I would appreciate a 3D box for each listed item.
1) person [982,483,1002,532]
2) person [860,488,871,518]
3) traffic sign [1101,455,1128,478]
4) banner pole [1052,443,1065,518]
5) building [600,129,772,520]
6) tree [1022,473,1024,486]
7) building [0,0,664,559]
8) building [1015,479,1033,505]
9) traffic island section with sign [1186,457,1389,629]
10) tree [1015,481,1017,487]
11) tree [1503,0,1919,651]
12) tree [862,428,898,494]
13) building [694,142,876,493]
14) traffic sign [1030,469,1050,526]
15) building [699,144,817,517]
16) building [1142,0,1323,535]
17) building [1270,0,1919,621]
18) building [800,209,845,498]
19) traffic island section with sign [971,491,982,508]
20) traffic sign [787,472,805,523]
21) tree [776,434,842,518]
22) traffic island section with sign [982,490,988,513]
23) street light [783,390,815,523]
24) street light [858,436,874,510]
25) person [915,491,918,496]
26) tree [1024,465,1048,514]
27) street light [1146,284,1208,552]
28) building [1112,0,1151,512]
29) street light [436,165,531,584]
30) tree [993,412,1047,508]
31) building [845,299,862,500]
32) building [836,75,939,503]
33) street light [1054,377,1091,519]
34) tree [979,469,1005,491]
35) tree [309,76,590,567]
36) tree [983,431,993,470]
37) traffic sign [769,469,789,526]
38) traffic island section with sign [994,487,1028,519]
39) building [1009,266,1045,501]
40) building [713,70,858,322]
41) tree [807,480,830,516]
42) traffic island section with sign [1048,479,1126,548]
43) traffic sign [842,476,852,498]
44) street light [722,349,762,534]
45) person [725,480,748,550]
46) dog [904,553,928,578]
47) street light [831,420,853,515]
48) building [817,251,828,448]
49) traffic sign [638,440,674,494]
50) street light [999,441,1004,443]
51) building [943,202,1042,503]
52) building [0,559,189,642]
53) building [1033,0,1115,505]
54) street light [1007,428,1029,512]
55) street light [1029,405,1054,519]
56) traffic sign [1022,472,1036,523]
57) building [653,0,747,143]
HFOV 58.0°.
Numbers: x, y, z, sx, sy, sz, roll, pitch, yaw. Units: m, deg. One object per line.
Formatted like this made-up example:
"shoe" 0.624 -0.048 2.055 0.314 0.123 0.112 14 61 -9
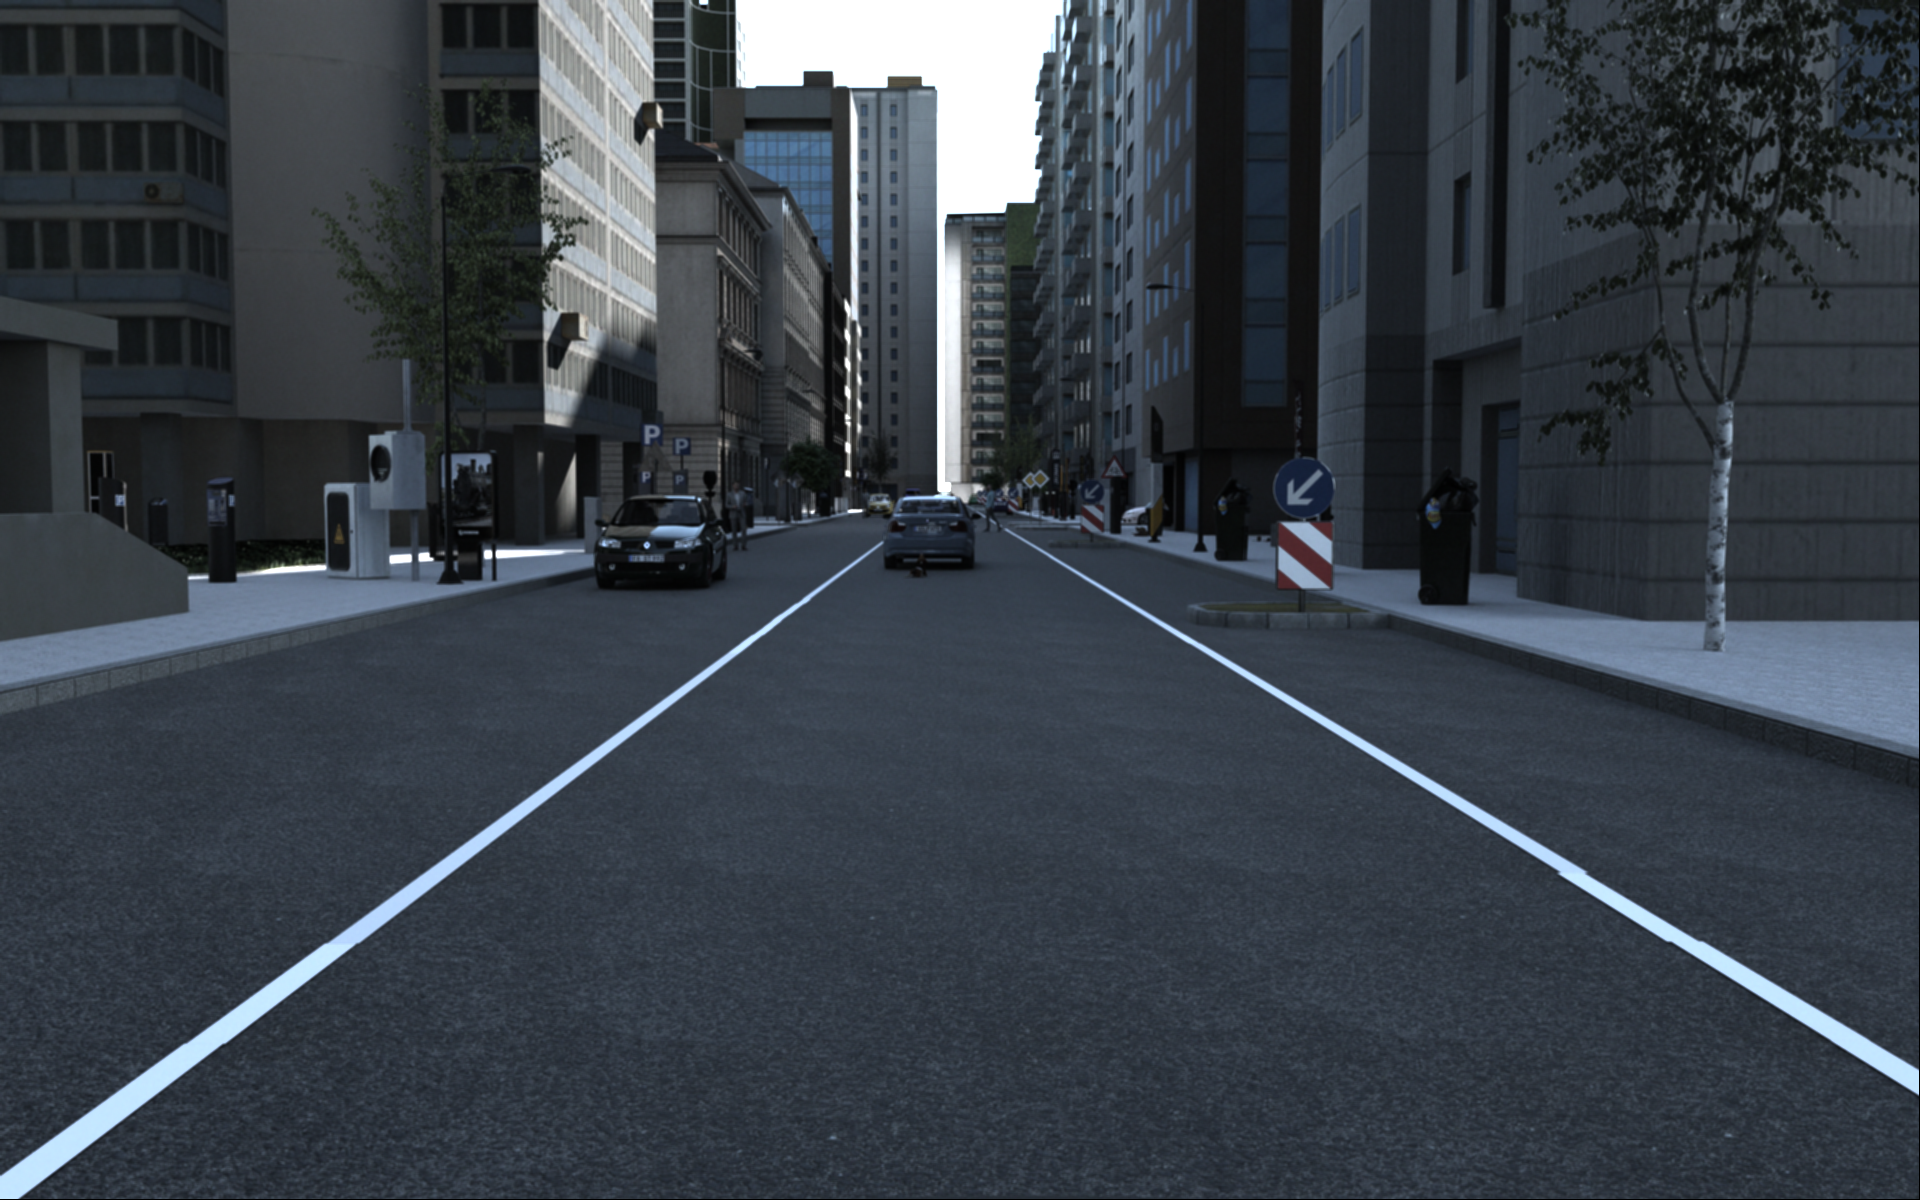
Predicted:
"person" 1.215 -3.498 65.549 0.748 1.841 0.638 1 4 9
"person" -5.602 -5.749 102.778 0.678 1.792 0.850 0 4 3
"traffic sign" 5.116 -3.515 57.478 0.884 2.594 0.081 0 4 0
"banner pole" 4.898 -5.849 85.650 0.863 3.779 0.401 2 4 29
"building" -15.757 -13.667 88.086 10.561 19.102 19.286 0 4 0
"tree" 5.816 -8.716 137.115 1.663 3.219 1.824 0 3 0
"building" -21.717 -21.964 50.991 23.993 40.220 32.217 0 4 0
"building" 22.715 -31.091 200.226 32.217 40.220 23.993 0 4 0
"traffic island section with sign" 3.590 -0.659 19.402 1.989 1.847 2.006 0 4 0
"tree" 5.353 -9.024 142.142 1.663 3.219 1.824 0 3 0
"tree" 6.320 -3.901 14.147 4.360 8.622 3.978 0 3 0
"tree" -9.132 -15.217 199.154 4.360 8.622 3.978 0 3 0
"building" -25.328 -34.259 214.763 28.867 44.769 22.147 0 4 0
"traffic sign" 3.205 -4.015 69.286 0.795 2.450 0.064 0 4 0
"building" -14.607 -15.762 106.853 9.793 20.994 18.267 0 4 0
"building" 14.042 -25.025 59.272 14.600 45.320 14.200 0 4 0
"building" 17.318 -29.831 29.740 21.231 58.520 28.212 0 4 0
"building" -16.106 -19.156 142.882 12.332 23.373 15.834 0 4 0
"traffic island section with sign" 2.446 -10.456 179.581 1.989 1.847 2.006 0 4 0
"traffic sign" -7.297 -4.500 77.216 0.795 2.450 0.064 0 4 0
"tree" -8.075 -6.611 91.808 4.285 4.588 4.351 0 3 0
"traffic island section with sign" 2.807 -7.371 129.137 1.989 1.847 2.006 0 4 0
"street light" -7.170 -6.406 77.275 1.470 5.913 1.316 0 4 0
"street light" -7.538 -10.159 138.648 1.470 5.913 1.316 0 4 0
"person" -3.487 -7.819 137.338 0.522 1.701 0.512 0 4 3
"tree" 5.329 -7.266 113.405 1.663 3.219 1.824 0 3 0
"street light" 4.811 -4.027 38.388 1.470 5.913 1.316 0 4 0
"building" 19.084 -39.770 88.490 20.611 71.187 20.563 0 4 0
"street light" -6.750 -3.183 24.580 1.470 5.913 1.316 0 4 0
"tree" 5.835 -12.547 155.507 4.737 8.622 4.395 0 3 0
"building" -24.044 -19.678 166.778 27.650 21.520 28.899 0 4 0
"building" -17.137 -43.126 247.105 28.212 58.520 21.231 0 4 0
"street light" 4.649 -5.904 69.075 1.470 5.913 1.316 0 4 0
"tree" 4.112 -14.682 223.767 4.285 4.588 4.351 0 3 0
"tree" -8.645 -4.876 30.092 4.737 8.622 4.395 0 3 0
"tree" 4.428 -14.379 185.456 4.737 8.622 4.395 0 3 0
"traffic sign" -7.239 -4.012 69.231 0.795 2.450 0.064 0 4 0
"traffic island section with sign" 3.001 -5.722 102.182 1.989 1.847 2.006 0 4 0
"building" 13.182 -27.387 219.471 14.160 30.474 14.107 0 4 0
"building" -18.317 -32.874 187.602 14.600 45.320 14.200 0 4 0
"tree" -8.173 -6.414 99.468 1.663 3.219 1.824 0 3 0
"traffic island section with sign" 3.391 -2.329 46.711 1.989 1.847 2.006 0 4 0
"traffic sign" -8.070 -7.550 123.554 0.768 2.556 0.104 0 4 4
"street light" -7.051 -5.079 55.582 1.470 5.913 1.316 0 4 0
"person" -5.660 -2.166 44.119 0.606 1.804 0.583 -1 4 -21
"dog" -0.788 -0.602 30.043 0.748 0.427 0.550 -2 4 -34
"street light" -7.344 -8.283 107.961 1.470 5.913 1.316 0 4 0
"building" -15.012 -16.880 125.147 9.793 20.994 18.267 0 4 0
"traffic sign" -7.352 -2.559 41.836 0.884 2.594 0.081 0 4 5
"street light" 4.137 -10.992 152.261 1.470 5.913 1.316 0 4 0
"building" 4.591 -34.289 244.227 14.086 41.232 14.154 0 4 0
"building" -24.427 -19.489 10.532 32.217 40.220 23.993 0 4 0
"building" 18.845 -33.832 172.755 23.786 49.044 30.456 0 4 0
"street light" 4.263 -9.115 121.574 1.470 5.913 1.316 0 4 0
"street light" 4.506 -7.207 90.375 1.470 5.913 1.316 0 4 0
"traffic sign" 3.147 -4.503 77.270 0.795 2.450 0.064 0 4 0
"building" -41.544 -49.413 246.147 20.611 71.187 20.563 0 4 0
